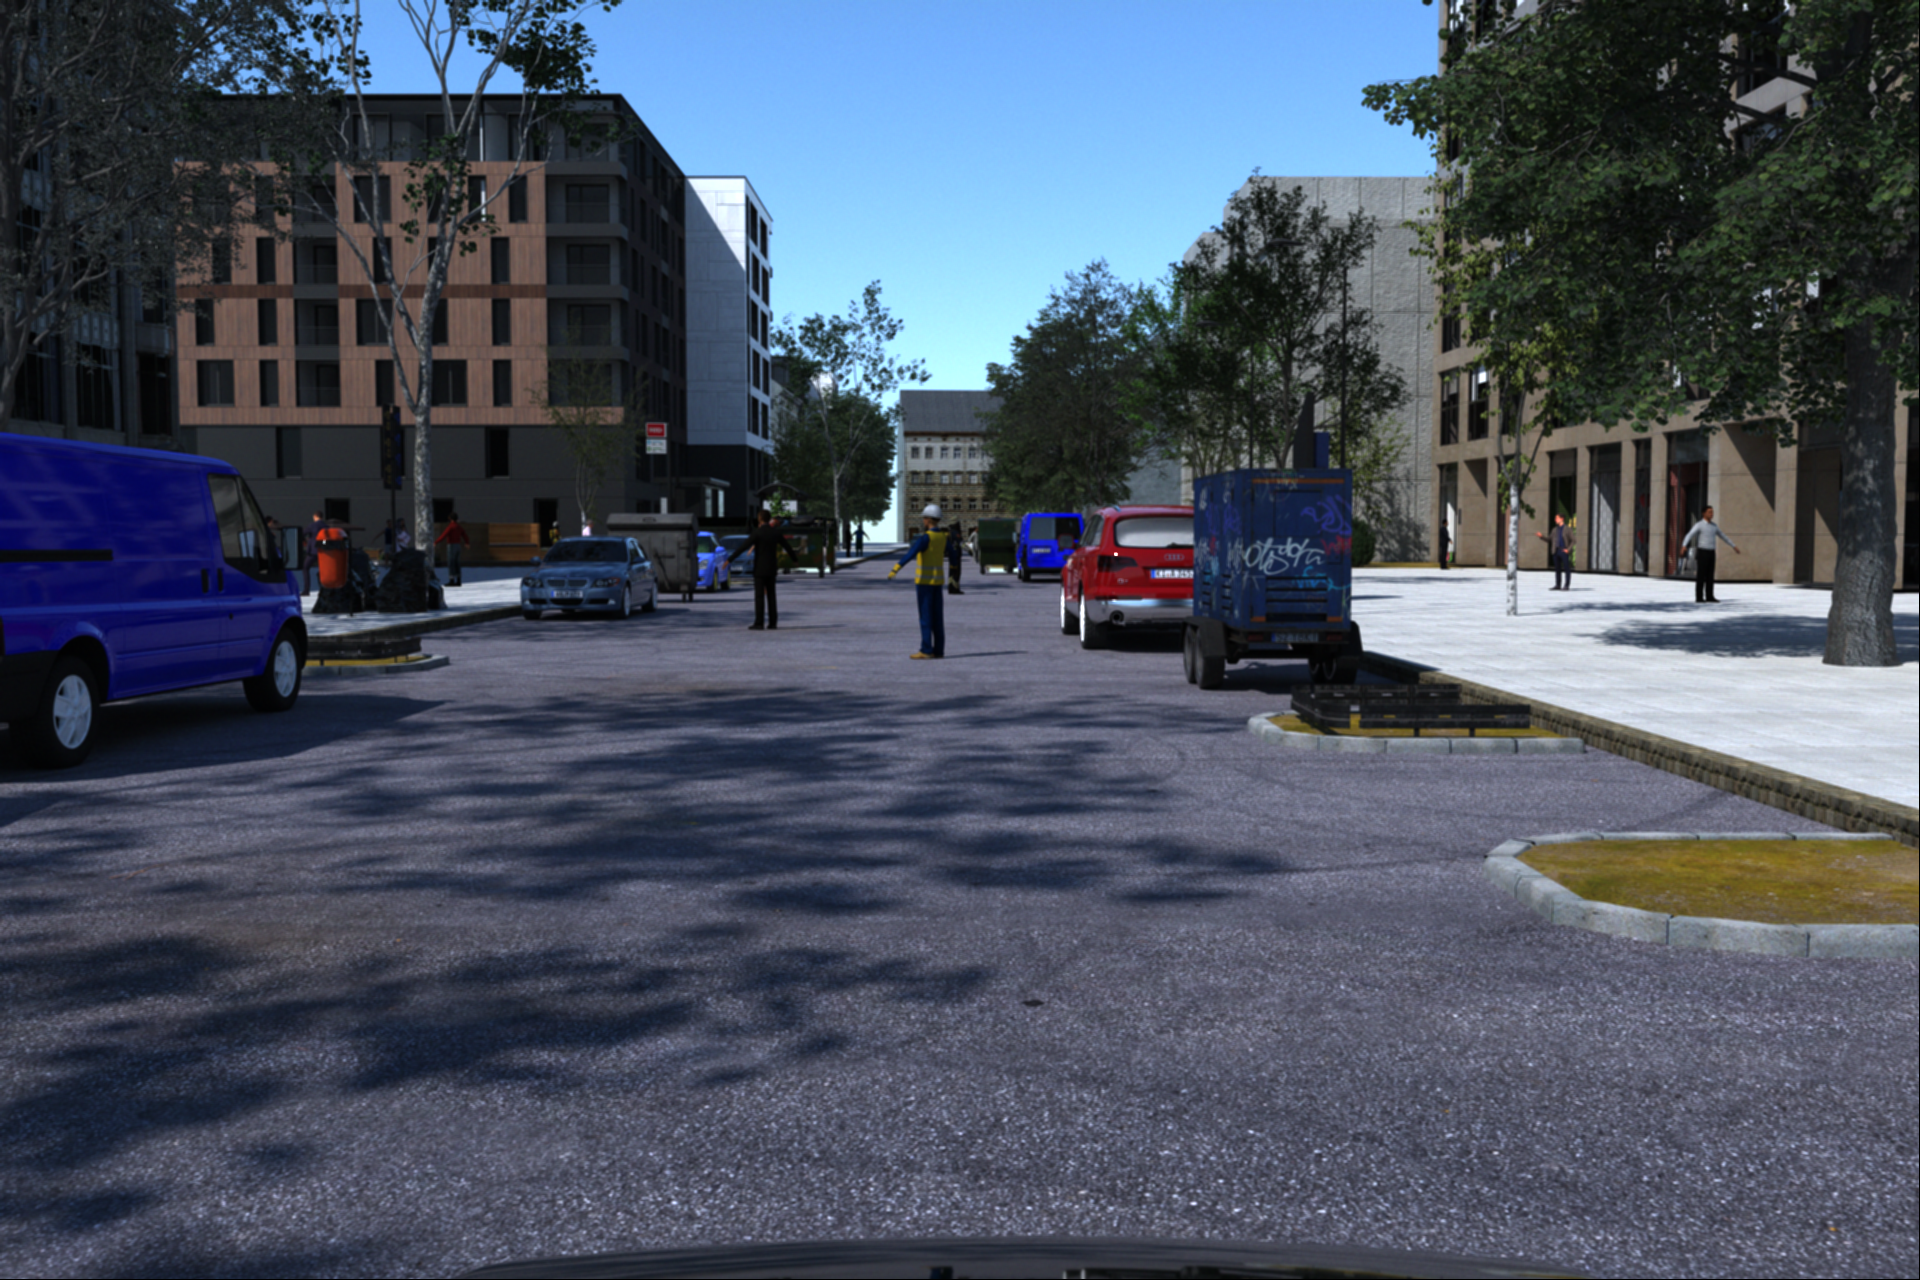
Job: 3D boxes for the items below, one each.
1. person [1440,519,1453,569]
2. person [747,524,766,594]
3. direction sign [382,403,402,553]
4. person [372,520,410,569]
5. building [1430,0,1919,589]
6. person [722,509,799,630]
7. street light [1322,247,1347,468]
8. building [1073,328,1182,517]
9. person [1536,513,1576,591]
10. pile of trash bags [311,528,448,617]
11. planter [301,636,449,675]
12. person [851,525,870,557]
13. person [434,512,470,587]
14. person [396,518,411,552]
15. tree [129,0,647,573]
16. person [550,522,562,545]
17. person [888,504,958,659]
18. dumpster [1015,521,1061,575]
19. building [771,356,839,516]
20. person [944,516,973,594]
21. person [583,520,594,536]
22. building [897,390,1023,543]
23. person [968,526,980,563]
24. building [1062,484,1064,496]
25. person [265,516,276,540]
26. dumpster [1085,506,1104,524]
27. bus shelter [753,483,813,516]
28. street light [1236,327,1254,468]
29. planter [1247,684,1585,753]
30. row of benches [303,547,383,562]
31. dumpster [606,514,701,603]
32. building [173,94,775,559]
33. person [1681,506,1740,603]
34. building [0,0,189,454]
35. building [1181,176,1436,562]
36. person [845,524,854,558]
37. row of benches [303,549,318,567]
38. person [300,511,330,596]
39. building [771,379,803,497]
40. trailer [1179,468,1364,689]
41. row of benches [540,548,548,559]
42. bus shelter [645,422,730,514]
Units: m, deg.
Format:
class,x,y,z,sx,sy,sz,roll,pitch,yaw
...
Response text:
class,x,y,z,sx,sy,sz,roll,pitch,yaw
person,17.614,-3.475,62.859,0.704,1.823,1.345,0,4,2
person,-4.736,-1.940,40.980,0.721,1.733,1.217,1,4,17
direction sign,-9.970,-2.352,30.460,0.379,3.537,0.876,0,4,0
person,-20.731,-3.476,62.996,1.345,1.807,0.704,-2,4,-32
building,29.068,-15.313,53.563,19.350,26.588,34.151,0,4,0
person,-2.945,-1.061,26.022,1.346,1.802,0.704,-3,5,-39
street light,6.609,-3.357,27.427,1.470,5.913,1.316,0,3,0
building,22.188,-22.160,193.242,19.493,23.208,18.063,0,4,0
person,13.512,-2.003,39.324,0.750,1.759,0.617,-1,4,-18
pile of trash bags,-9.651,-1.127,28.177,1.912,1.369,3.447,0,4,0
planter,-6.608,0.159,18.541,1.991,0.319,1.994,0,4,0
person,-5.751,-5.657,98.619,1.347,1.817,0.704,-2,4,-24
person,-12.389,-2.214,42.301,0.704,1.816,1.345,2,4,24
person,-15.941,-2.611,49.403,0.621,1.740,0.551,1,4,12
tree,-12.913,-11.272,40.189,12.611,20.169,13.585,0,3,0
person,-18.687,-4.557,80.274,0.705,1.858,1.354,-2,4,-34
person,-0.397,-0.675,19.963,0.721,1.772,1.216,3,4,37
dumpster,2.775,-3.097,58.851,1.865,1.857,1.264,0,4,-1
building,-29.870,-22.672,214.664,27.936,21.610,32.646,0,4,0
person,-0.101,-2.019,41.240,0.705,1.856,1.354,-2,4,-28
person,-11.140,-2.765,52.184,0.436,1.711,0.756,-1,4,-16
building,-0.066,-26.261,262.757,18.063,23.208,19.493,0,4,-5
person,0.818,-4.663,84.884,0.705,1.806,1.347,3,5,43
building,21.675,-24.209,226.744,19.493,23.208,18.063,0,4,0
person,-16.312,-2.071,40.830,0.530,1.710,0.541,-1,4,-18
dumpster,2.858,-1.140,26.859,1.865,1.857,1.264,0,4,-1
bus shelter,-7.272,-4.755,71.661,2.014,3.302,5.546,0,4,-1
street light,6.918,-3.999,37.931,1.470,5.913,1.316,0,4,-1
planter,3.097,0.540,12.308,1.991,0.319,1.994,0,4,1
row of benches,-28.788,-3.950,80.041,4.104,0.672,1.422,0,4,1
dumpster,-6.424,-1.717,36.293,1.865,1.857,1.264,0,4,0
building,-26.183,-15.480,97.066,27.936,21.610,32.646,0,4,0
person,14.003,-1.608,32.441,1.344,1.810,0.704,-1,4,-19
building,-32.971,-13.780,41.959,14.369,24.946,33.146,0,4,1
building,22.613,-13.944,94.443,16.747,18.905,31.486,0,4,-1
person,-6.071,-5.438,94.843,0.705,1.837,1.347,-1,4,-15
row of benches,-26.005,-3.276,69.020,1.422,0.672,4.104,-1,4,-17
person,-13.458,-1.805,36.000,0.568,1.767,0.683,3,4,37
building,-27.788,-21.869,188.482,19.493,23.208,18.063,0,4,1
trailer,2.884,-0.609,17.009,1.471,1.999,3.904,0,4,-1
row of benches,-17.514,-3.780,77.274,4.104,0.672,1.422,-1,4,-19
bus shelter,-10.220,-5.335,64.864,2.179,5.291,8.768,0,4,-1
